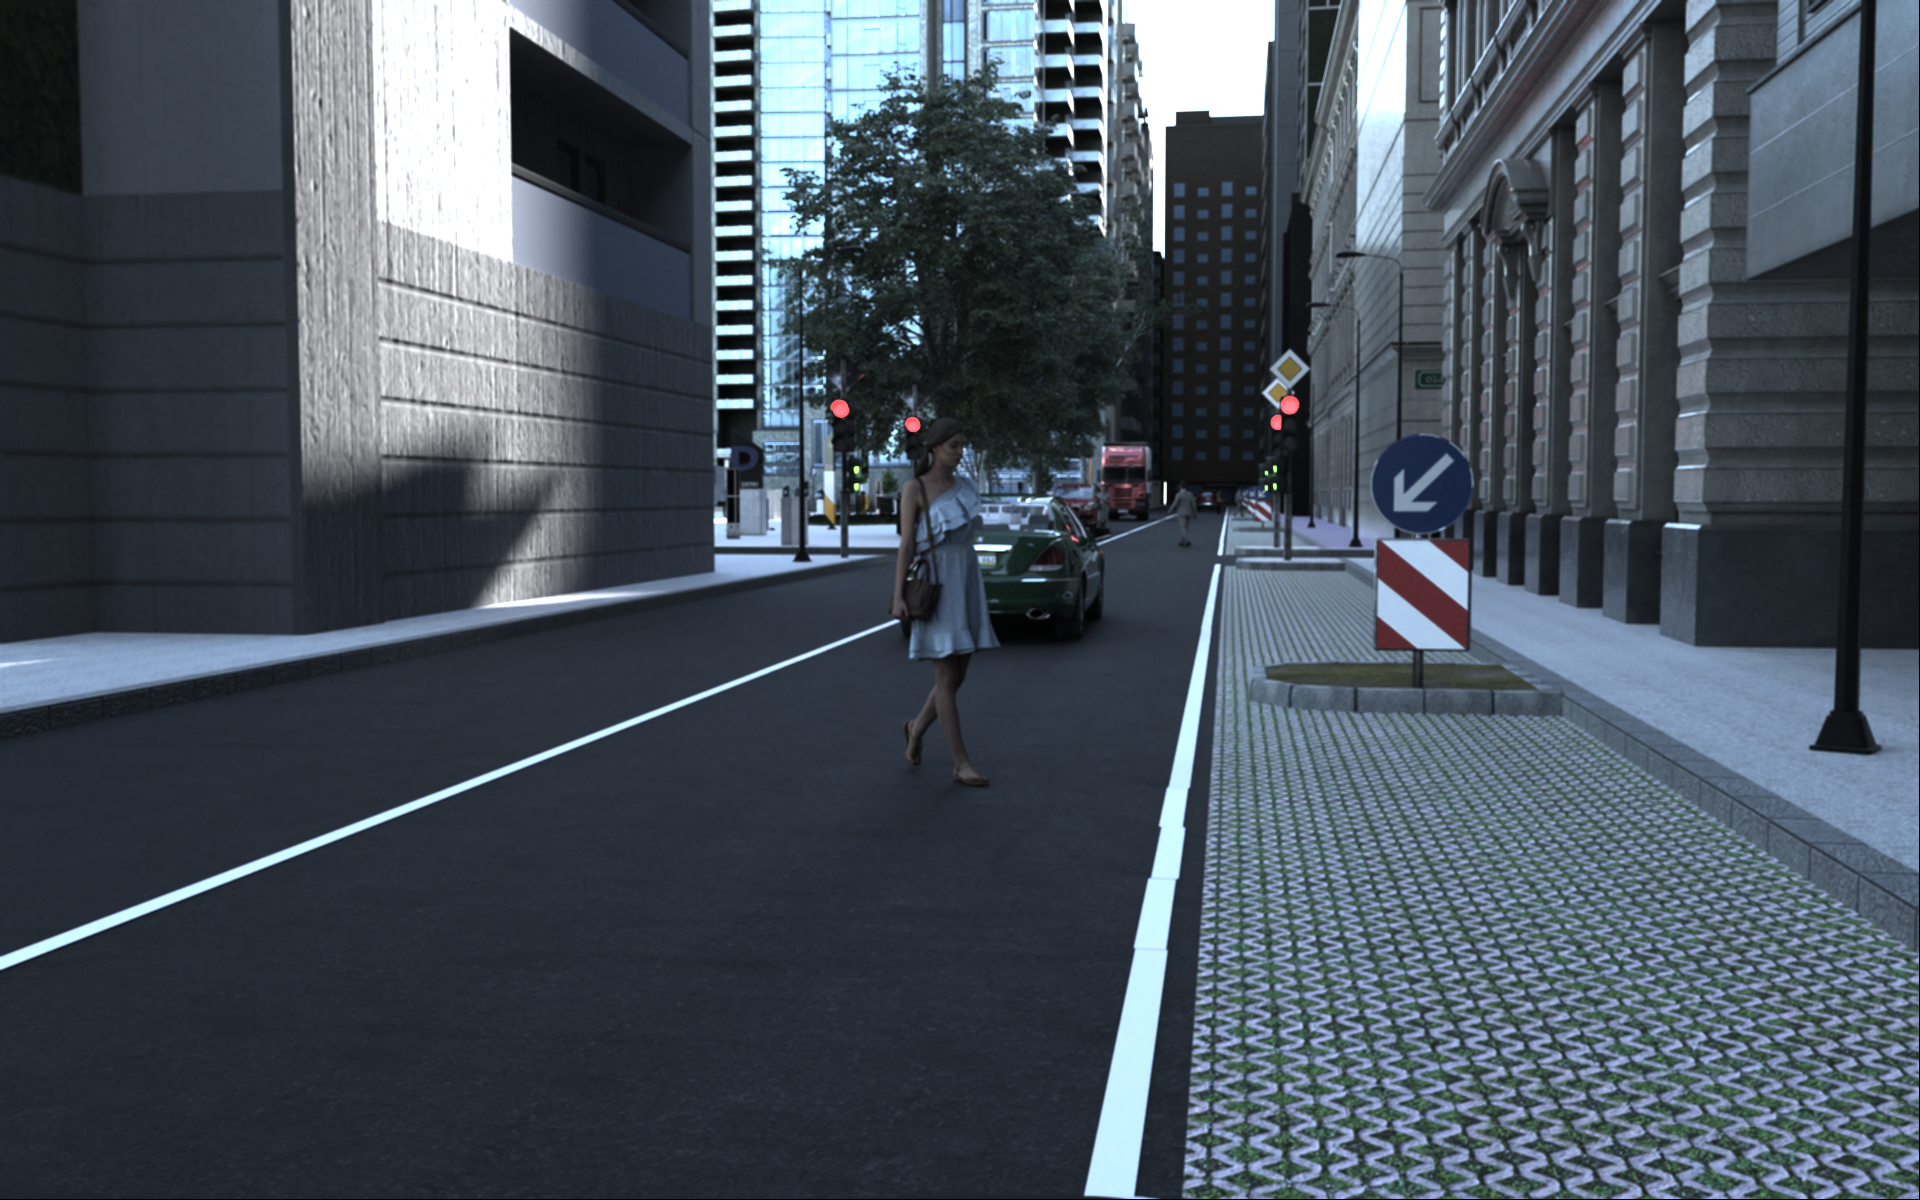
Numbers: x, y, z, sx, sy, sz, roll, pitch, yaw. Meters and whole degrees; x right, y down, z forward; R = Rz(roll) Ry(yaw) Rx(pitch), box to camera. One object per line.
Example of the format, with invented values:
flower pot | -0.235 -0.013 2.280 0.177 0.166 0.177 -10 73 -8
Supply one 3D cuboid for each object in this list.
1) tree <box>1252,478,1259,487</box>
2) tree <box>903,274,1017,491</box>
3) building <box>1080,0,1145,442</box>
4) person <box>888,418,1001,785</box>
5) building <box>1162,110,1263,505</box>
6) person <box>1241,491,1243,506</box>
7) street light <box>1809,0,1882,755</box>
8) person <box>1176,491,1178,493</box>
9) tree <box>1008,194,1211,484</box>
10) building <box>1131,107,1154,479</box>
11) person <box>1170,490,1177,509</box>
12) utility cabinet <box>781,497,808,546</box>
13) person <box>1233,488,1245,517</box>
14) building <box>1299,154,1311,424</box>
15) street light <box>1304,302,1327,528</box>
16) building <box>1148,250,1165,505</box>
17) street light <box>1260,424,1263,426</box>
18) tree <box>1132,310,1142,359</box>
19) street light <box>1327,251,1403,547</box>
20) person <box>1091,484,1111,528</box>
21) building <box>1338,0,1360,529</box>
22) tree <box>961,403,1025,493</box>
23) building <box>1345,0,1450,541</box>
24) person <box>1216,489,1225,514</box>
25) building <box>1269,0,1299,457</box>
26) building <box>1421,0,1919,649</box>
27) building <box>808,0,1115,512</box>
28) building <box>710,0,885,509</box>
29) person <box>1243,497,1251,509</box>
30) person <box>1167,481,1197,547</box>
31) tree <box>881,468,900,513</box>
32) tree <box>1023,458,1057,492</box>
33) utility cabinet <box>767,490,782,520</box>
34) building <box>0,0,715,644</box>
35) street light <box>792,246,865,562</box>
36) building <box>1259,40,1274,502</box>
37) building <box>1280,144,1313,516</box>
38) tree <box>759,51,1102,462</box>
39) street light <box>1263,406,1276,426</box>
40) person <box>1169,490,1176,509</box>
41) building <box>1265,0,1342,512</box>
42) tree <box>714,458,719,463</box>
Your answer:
tree | 33.271 -12.081 192.126 1.663 3.219 1.824 0 3 0
tree | 0.379 -6.538 57.257 4.737 8.622 4.395 0 3 0
building | 5.821 -33.289 163.883 23.786 49.044 30.456 1 4 9
person | -0.124 -0.008 8.720 0.616 1.811 0.778 -2 4 -35
building | 31.459 -33.927 204.819 14.200 45.320 14.600 1 4 9
person | 26.945 -9.531 165.051 1.217 1.743 0.721 3 4 38
street light | 3.914 -2.206 8.610 1.470 5.913 1.316 1 4 9
person | 21.246 -9.875 170.671 0.721 1.736 1.217 1 4 8
tree | 8.986 -15.484 109.052 12.611 20.169 13.585 0 3 0
building | 13.679 -30.733 186.080 14.086 41.232 14.154 1 4 9
person | 20.423 -9.512 164.037 1.348 1.821 0.705 2 4 33
utility cabinet | -4.149 -1.971 43.393 0.306 1.237 1.020 1 4 20
person | 17.500 -6.108 108.474 0.850 1.850 0.679 -1 4 -10
building | 23.570 -15.431 88.455 11.583 22.565 21.152 1 4 9
street light | 9.080 -4.248 41.994 1.470 5.913 1.316 1 4 9
building | 17.470 -26.650 207.420 14.107 30.474 14.160 1 4 9
street light | 20.669 -8.740 115.441 1.470 5.913 1.316 1 4 9
tree | 3.482 -10.590 79.802 9.857 13.997 8.962 0 3 0
street light | 7.862 -3.709 33.182 1.470 5.913 1.316 1 4 9
person | 4.857 -3.123 59.912 0.716 1.782 0.532 1 4 20
building | 20.092 -14.136 67.276 11.583 22.565 21.152 1 4 9
tree | 1.793 -8.944 96.593 4.360 8.622 3.978 0 3 0
building | 32.811 -16.419 44.862 44.131 29.872 17.030 1 4 9
person | 18.437 -6.993 122.931 0.705 1.812 1.348 -1 4 -13
building | 38.123 -37.335 152.431 21.231 58.520 28.212 1 4 9
building | 12.330 -11.826 22.230 11.050 23.489 19.941 1 4 9
building | 1.210 -50.137 132.416 22.319 86.520 31.000 1 4 9
building | -23.380 -53.413 185.967 31.000 86.520 22.319 1 4 9
person | 24.374 -8.549 148.285 1.348 1.824 0.705 -3 4 -39
person | 6.097 -2.349 47.176 0.678 1.792 0.850 -2 4 -25
tree | -4.980 -7.531 117.727 1.663 3.219 1.824 0 3 0
tree | 4.244 -5.770 88.939 1.663 3.219 1.824 0 3 0
utility cabinet | -9.518 -4.871 88.324 0.318 1.500 1.173 2 4 28
building | -18.572 -29.511 24.511 28.212 58.520 21.231 1 4 9
street light | -2.465 -3.676 32.638 1.470 5.913 1.316 1 4 9
building | 41.849 -33.860 177.316 21.300 48.544 21.600 1 4 9
building | 26.327 -16.942 106.683 12.332 23.373 15.834 1 4 9
tree | -0.531 -8.740 49.554 9.857 13.997 8.962 0 3 0
street light | 16.878 -7.262 91.279 1.470 5.913 1.316 1 4 9
person | 20.737 -9.762 168.113 0.705 1.822 1.348 2 4 35
building | 33.530 -42.190 128.057 20.563 71.187 20.611 1 4 9
tree | -14.495 -6.615 91.869 4.285 4.588 4.351 0 3 0
